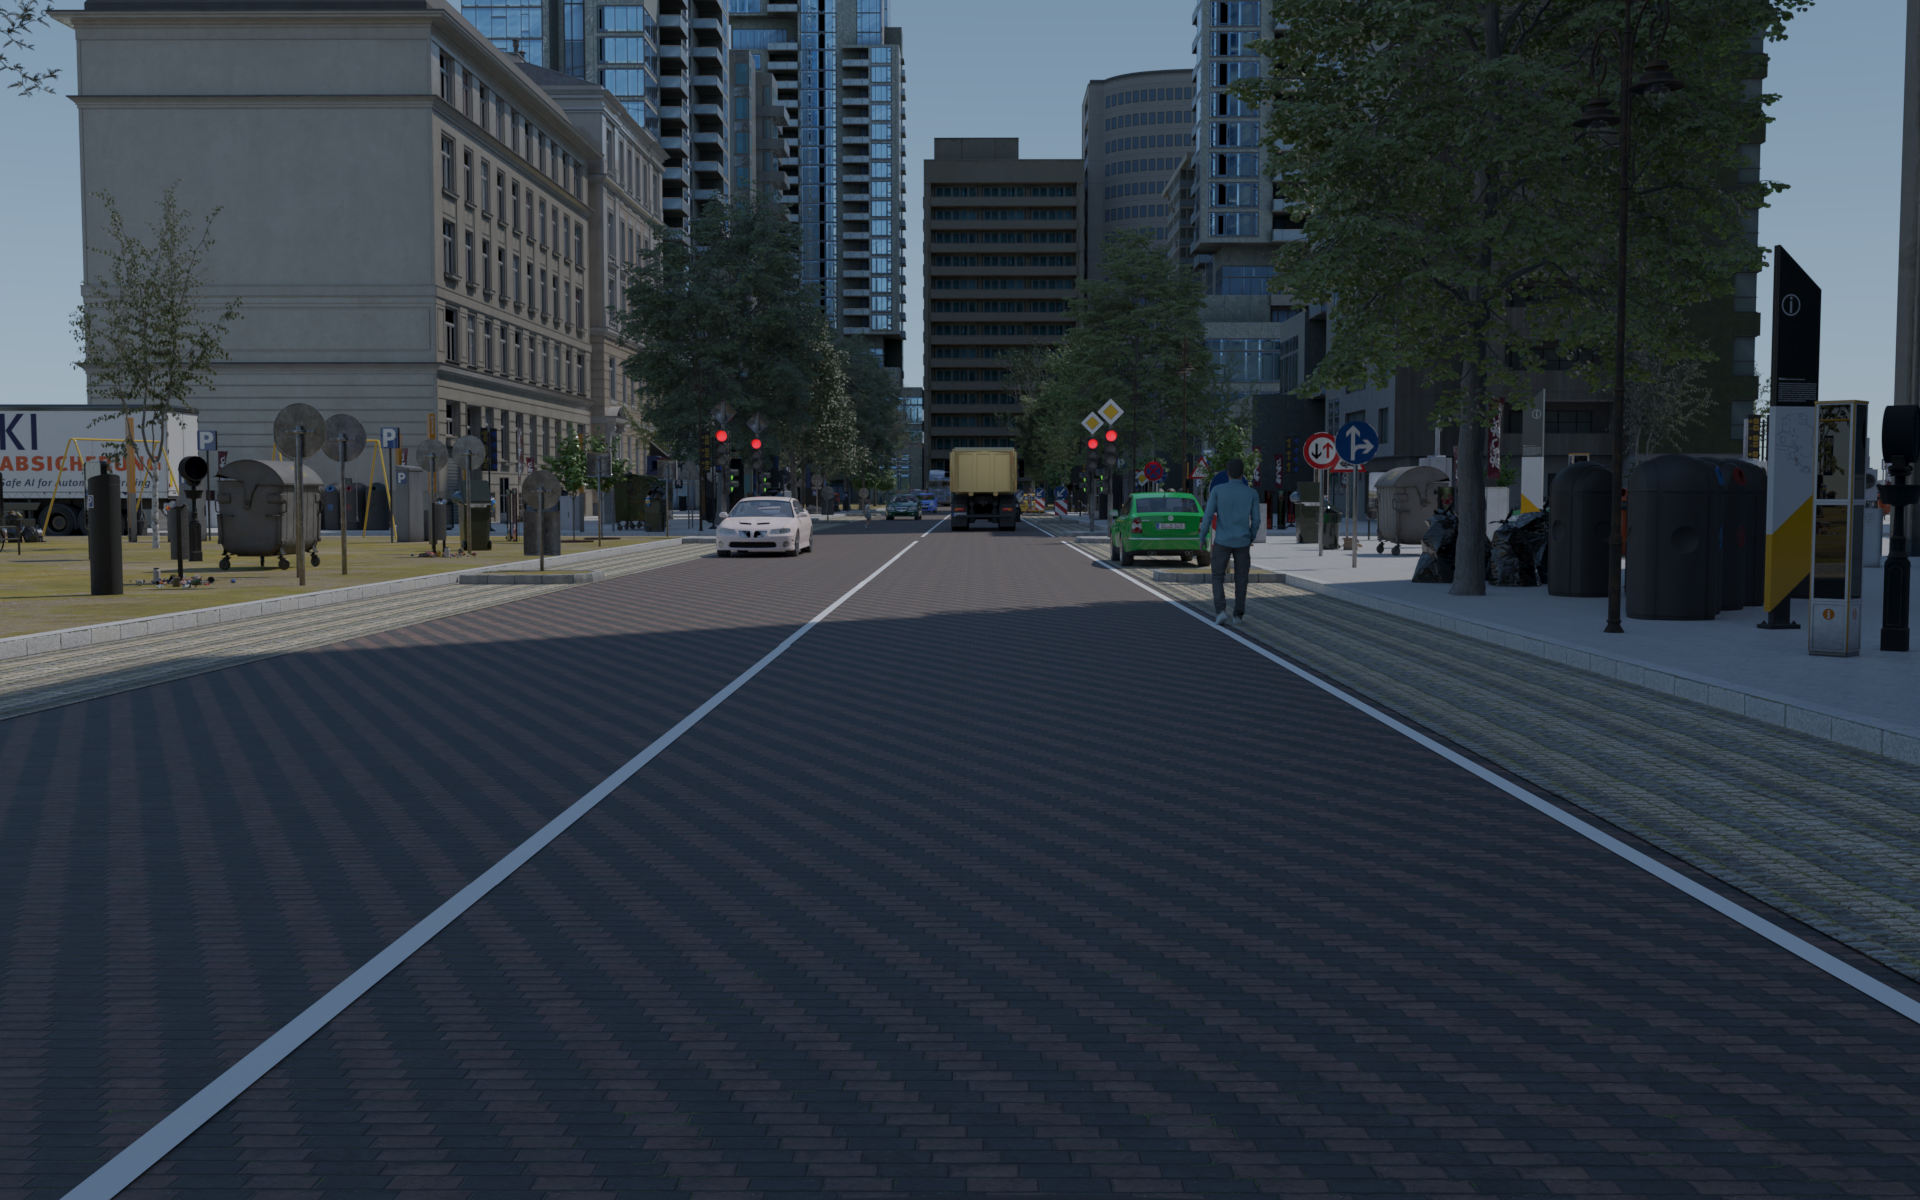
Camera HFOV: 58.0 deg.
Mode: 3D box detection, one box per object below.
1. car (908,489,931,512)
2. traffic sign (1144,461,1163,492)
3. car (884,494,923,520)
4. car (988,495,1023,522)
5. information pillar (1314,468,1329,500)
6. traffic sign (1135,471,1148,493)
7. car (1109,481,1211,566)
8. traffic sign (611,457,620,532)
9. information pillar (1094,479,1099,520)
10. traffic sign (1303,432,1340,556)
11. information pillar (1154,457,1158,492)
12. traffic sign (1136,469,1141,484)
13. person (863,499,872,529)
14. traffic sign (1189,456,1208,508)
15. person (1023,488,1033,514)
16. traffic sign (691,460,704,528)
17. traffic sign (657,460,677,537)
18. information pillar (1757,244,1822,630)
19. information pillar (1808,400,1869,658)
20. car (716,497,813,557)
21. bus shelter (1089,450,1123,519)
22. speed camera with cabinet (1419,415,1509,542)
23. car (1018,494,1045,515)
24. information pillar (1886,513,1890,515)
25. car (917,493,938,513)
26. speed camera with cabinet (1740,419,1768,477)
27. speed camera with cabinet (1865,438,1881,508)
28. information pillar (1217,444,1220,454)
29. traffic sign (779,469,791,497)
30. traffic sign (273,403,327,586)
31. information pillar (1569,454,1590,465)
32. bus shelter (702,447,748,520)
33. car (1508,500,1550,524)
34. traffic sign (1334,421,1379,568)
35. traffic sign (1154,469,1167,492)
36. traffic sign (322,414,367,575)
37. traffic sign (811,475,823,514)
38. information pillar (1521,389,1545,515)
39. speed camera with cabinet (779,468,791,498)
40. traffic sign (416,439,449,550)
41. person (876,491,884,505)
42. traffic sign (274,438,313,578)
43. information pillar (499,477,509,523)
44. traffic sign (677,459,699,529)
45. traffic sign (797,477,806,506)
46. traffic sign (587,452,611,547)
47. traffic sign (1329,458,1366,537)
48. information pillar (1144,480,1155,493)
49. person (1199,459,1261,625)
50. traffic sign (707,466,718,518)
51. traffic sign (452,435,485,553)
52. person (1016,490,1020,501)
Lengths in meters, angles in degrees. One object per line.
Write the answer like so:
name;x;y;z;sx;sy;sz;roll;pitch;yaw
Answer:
car;-3.383;-8.039;140.112;2.281;1.827;5.304;0;4;-1
traffic sign;7.545;-4.128;67.600;0.768;2.556;0.104;1;4;9
car;-3.108;-5.183;96.543;2.131;1.459;4.920;0;4;2
car;2.298;-4.940;90.553;2.009;1.686;4.222;0;4;1
information pillar;10.055;-2.676;48.241;0.304;2.012;0.304;-1;4;-15
traffic sign;8.858;-5.086;84.348;0.795;2.450;0.064;0;4;6
car;4.075;-1.635;35.525;1.959;1.807;4.718;0;4;1
traffic sign;-11.812;-3.599;58.950;0.768;2.556;0.104;0;4;6
information pillar;6.585;-4.896;84.540;0.304;2.012;0.304;-3;5;-41
traffic sign;7.446;-2.176;35.676;0.768;2.556;0.104;0;4;7
information pillar;12.499;-7.285;110.466;0.183;3.616;0.504;3;4;37
traffic sign;9.035;-5.431;88.896;0.768;2.556;0.104;1;4;8
person;-3.814;-3.483;70.460;0.382;1.210;0.505;-2;4;-29
traffic sign;8.336;-3.656;59.772;0.884;2.594;0.081;1;4;10
person;4.594;-6.514;115.092;0.778;1.811;0.616;1;4;10
traffic sign;-10.115;-4.002;65.436;0.884;2.594;0.081;0;4;2
traffic sign;-8.790;-3.050;51.996;0.606;2.300;0.079;1;4;10
information pillar;7.887;-1.533;16.424;0.504;3.616;0.183;-1;4;-14
information pillar;6.947;-0.563;13.702;0.304;2.012;0.304;-3;5;-44
car;-4.595;-1.762;41.165;2.083;1.381;4.827;0;4;2
bus shelter;7.401;-6.026;89.802;1.731;3.624;6.357;0;4;1
speed camera with cabinet;12.178;-2.908;41.876;2.038;3.252;0.660;0;4;2
car;4.887;-6.677;119.387;2.015;1.641;3.980;0;4;-1
information pillar;62.089;-6.798;115.633;0.304;2.012;0.304;3;5;42
car;-2.625;-7.430;131.075;1.945;1.707;3.694;0;4;2
speed camera with cabinet;20.330;-3.103;45.071;2.038;3.252;0.660;-3;5;-44
speed camera with cabinet;31.140;-4.075;60.963;2.038;3.252;0.660;2;4;27
information pillar;10.321;-4.684;67.932;0.504;3.616;0.183;0;4;-2
traffic sign;-9.114;-5.470;89.544;0.768;2.556;0.104;0;4;5
traffic sign;-9.229;-1.475;24.229;0.768;2.556;0.104;0;4;4
information pillar;11.249;-1.653;31.525;0.304;2.012;0.304;0;4;8
bus shelter;-11.808;-5.887;87.529;1.731;3.624;6.357;0;4;1
car;19.416;-2.641;54.985;4.920;1.459;2.131;0;4;-1
traffic sign;6.875;-1.835;30.110;0.768;2.556;0.104;0;4;1
traffic sign;9.402;-5.012;82.051;0.768;2.556;0.104;0;4;7
traffic sign;-9.792;-1.674;27.482;0.768;2.556;0.104;0;4;3
traffic sign;-9.041;-6.689;109.468;0.768;2.556;0.104;1;4;9
information pillar;12.852;-2.904;38.831;0.504;3.616;0.183;3;5;42
speed camera with cabinet;-13.032;-8.008;125.260;0.660;3.252;2.038;2;4;32
traffic sign;-12.191;-2.441;40.011;0.768;2.556;0.104;0;4;4
person;-9.787;-12.598;214.553;1.350;1.814;0.705;1;4;15
traffic sign;-10.147;-1.616;26.522;0.768;2.556;0.104;0;4;7
information pillar;-19.890;-4.351;75.635;0.304;2.012;0.304;3;4;37
traffic sign;-10.000;-3.904;63.830;0.884;2.594;0.081;0;4;4
traffic sign;-11.637;-7.755;126.804;0.884;2.594;0.081;0;4;1
traffic sign;-8.798;-2.453;42.230;0.606;2.300;0.079;0;4;5
traffic sign;9.422;-2.576;42.123;0.884;2.594;0.081;0;4;5
information pillar;9.506;-5.067;87.329;0.304;2.012;0.304;-2;4;-35
person;2.966;-0.641;18.995;0.660;1.820;0.620;0;4;1
traffic sign;-11.211;-4.836;79.167;0.768;2.556;0.104;1;4;9
traffic sign;-10.639;-2.286;37.488;0.768;2.556;0.104;1;4;9
person;4.534;-7.639;133.743;0.624;1.780;0.694;0;4;4
